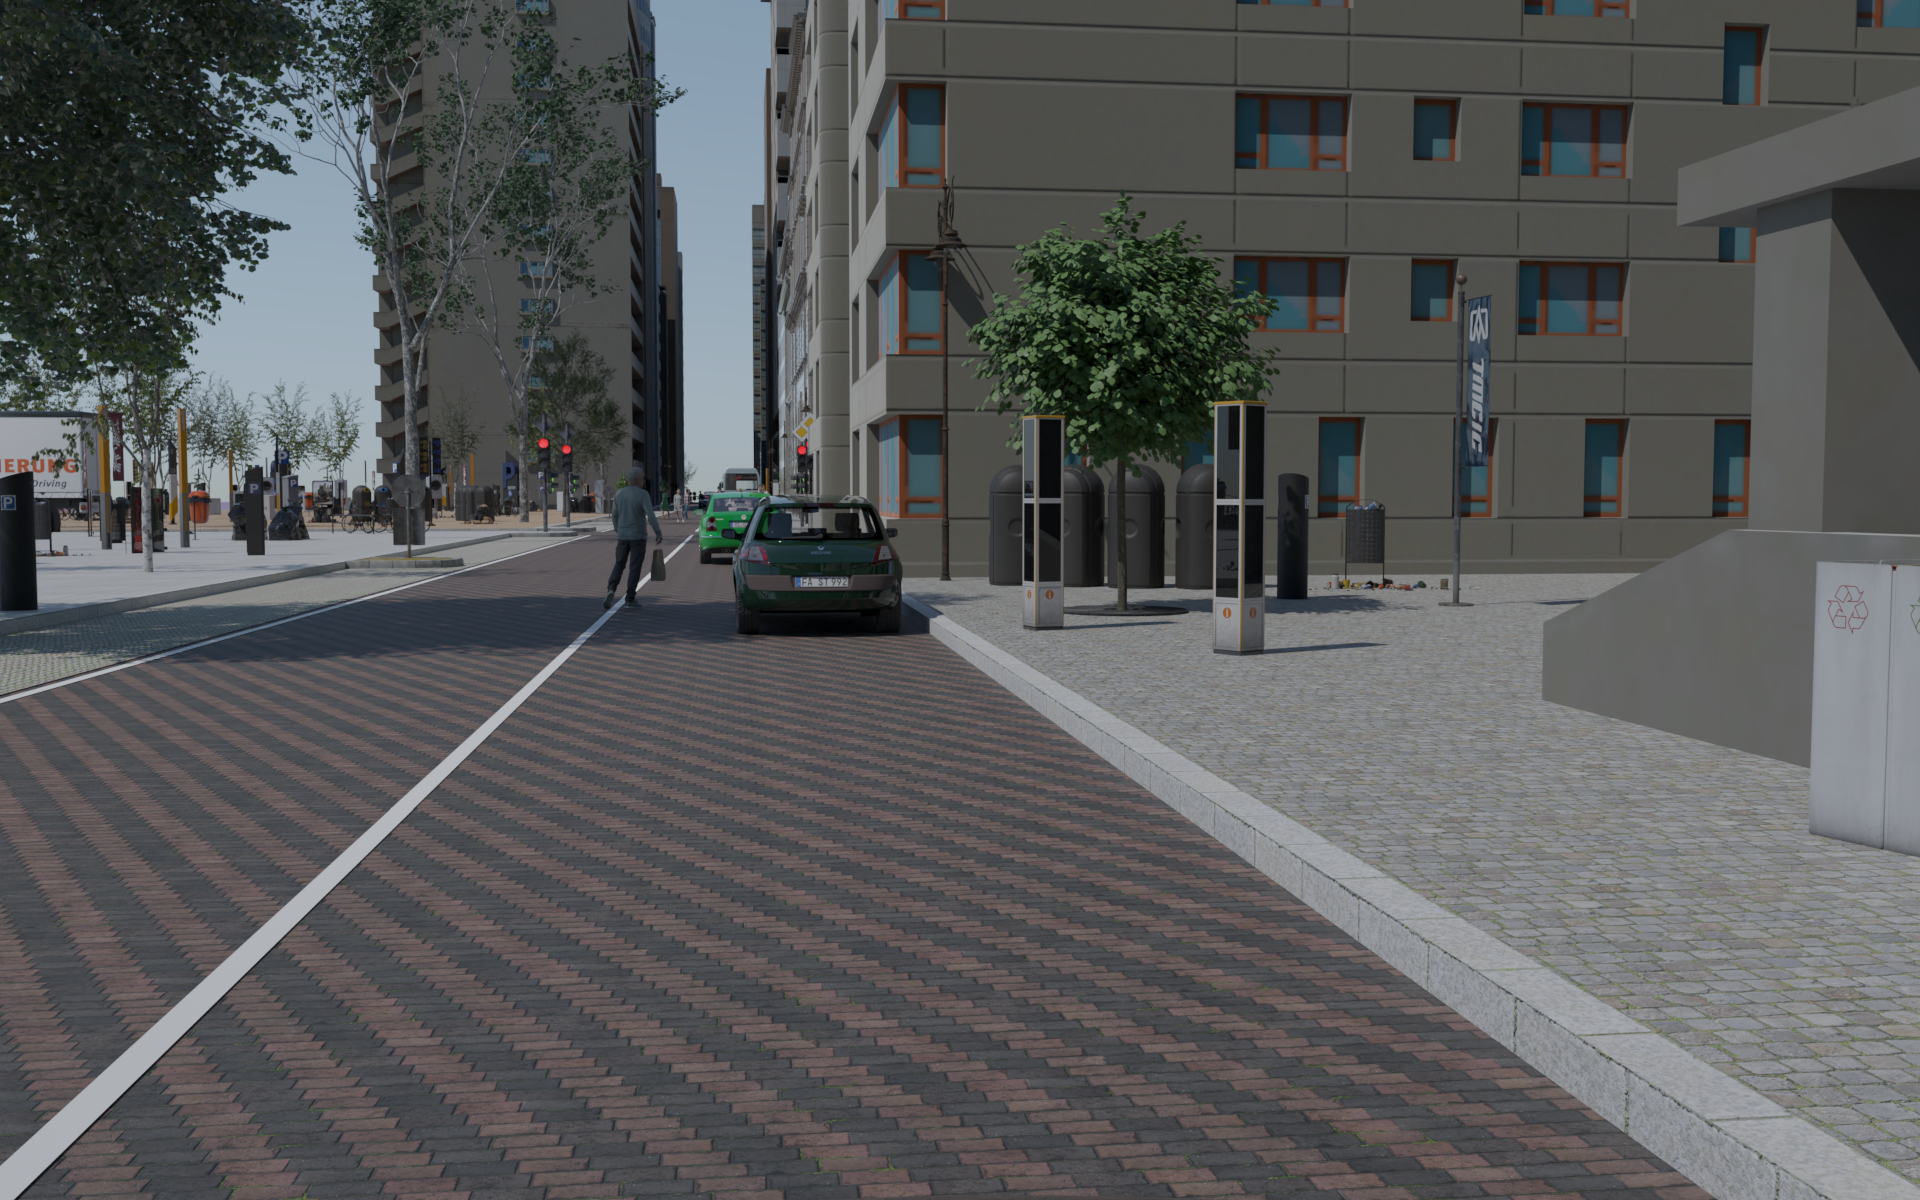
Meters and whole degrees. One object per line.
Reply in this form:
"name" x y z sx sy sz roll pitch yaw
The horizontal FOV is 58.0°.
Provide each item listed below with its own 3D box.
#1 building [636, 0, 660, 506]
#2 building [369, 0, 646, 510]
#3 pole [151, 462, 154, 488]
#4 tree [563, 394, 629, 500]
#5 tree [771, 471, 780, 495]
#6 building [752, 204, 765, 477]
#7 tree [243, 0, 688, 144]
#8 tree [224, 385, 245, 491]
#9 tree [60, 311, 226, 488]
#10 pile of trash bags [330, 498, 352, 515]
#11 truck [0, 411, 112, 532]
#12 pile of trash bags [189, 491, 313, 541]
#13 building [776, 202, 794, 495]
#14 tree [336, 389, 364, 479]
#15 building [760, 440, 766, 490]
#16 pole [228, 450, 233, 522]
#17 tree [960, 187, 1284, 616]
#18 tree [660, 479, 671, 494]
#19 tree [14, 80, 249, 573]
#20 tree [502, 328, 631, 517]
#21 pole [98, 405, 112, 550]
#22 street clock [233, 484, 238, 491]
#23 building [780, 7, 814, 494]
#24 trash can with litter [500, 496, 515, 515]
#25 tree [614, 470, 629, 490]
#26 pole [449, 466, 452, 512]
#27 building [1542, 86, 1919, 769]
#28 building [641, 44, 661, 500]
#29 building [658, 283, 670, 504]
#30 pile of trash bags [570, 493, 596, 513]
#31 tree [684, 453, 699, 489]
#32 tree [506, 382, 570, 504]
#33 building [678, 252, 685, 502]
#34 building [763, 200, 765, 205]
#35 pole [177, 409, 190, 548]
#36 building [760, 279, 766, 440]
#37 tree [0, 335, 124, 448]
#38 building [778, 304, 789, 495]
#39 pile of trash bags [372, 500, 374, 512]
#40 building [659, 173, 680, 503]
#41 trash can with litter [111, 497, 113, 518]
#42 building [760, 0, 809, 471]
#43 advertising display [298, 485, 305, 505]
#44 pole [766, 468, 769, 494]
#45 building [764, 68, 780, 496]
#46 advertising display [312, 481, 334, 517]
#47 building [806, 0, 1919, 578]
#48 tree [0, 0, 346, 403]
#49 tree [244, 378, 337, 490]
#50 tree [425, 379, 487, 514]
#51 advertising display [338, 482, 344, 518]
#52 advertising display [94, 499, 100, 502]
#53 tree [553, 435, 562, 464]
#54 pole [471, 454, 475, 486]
"building" -44.344 -39.601 189.480 21.231 58.520 28.212 0 4 -7
"building" -38.898 -32.214 150.408 21.300 48.544 21.600 0 4 -7
"pole" -51.412 -7.122 110.287 0.158 3.312 0.155 0 3 0
"tree" -25.442 -10.535 122.615 4.360 8.622 3.978 0 3 0
"tree" -15.107 -9.176 144.632 1.663 3.219 1.824 0 3 0
"building" -22.514 -34.464 247.082 14.154 41.232 14.086 0 4 -7
"tree" -14.622 -11.810 48.978 12.611 20.169 13.585 0 3 0
"tree" -48.754 -10.177 116.748 4.737 8.622 4.395 0 3 0
"tree" -31.439 -7.127 66.890 4.737 8.622 4.395 0 3 0
"pile of trash bags" -36.781 -5.633 101.848 3.447 1.369 1.912 0 4 -5
"truck" -35.309 -4.298 59.183 11.283 4.237 2.839 0 4 -5
"pile of trash bags" -19.954 -2.367 48.451 3.447 1.369 1.912 0 4 6
"building" -5.137 -16.674 114.415 13.314 21.916 24.055 0 4 -7
"tree" -43.527 -10.442 121.082 4.737 8.622 4.395 0 3 0
"building" -12.118 -54.386 201.876 22.319 86.520 31.000 0 4 -7
"pole" -33.392 -5.228 79.326 0.158 3.312 0.155 0 3 0
"tree" 1.734 -2.145 18.791 4.285 4.588 4.351 0 3 0
"tree" -36.687 -13.467 214.792 1.663 3.219 1.824 0 3 0
"tree" -13.485 -4.767 28.302 4.360 8.622 3.978 0 3 0
"tree" -21.717 -9.894 96.174 7.601 10.594 8.767 -3 5 -42
"pole" -19.718 -2.819 39.933 0.158 3.312 0.155 0 3 0
"street clock" -54.319 -7.662 129.845 0.471 2.002 0.358 0 4 -4
"building" -2.734 -17.893 89.821 12.463 27.353 25.104 0 4 -7
"trash can with litter" -27.397 -5.684 104.313 0.624 1.170 1.055 3 4 37
"tree" -27.297 -8.910 140.286 1.663 3.219 1.824 0 3 0
"pole" -36.770 -8.024 125.036 0.158 3.312 0.155 0 3 0
"building" 20.486 -19.136 4.748 32.217 40.220 23.993 0 4 -7
"building" -37.437 -31.763 169.431 14.600 45.320 14.200 0 4 -7
"building" -46.077 -28.024 229.890 14.160 30.474 14.107 0 4 -7
"pile of trash bags" -25.691 -6.647 118.426 1.912 1.369 3.447 1 4 14
"tree" -47.368 -21.234 297.532 4.360 8.622 3.978 0 3 0
"tree" -26.940 -9.880 111.902 4.737 8.622 4.395 0 3 0
"building" -52.463 -36.673 283.196 14.154 41.232 14.086 0 4 -7
"building" -20.614 -39.838 270.966 23.786 49.044 30.456 0 4 -7
"pole" -18.596 -2.913 41.469 0.158 3.312 0.155 0 3 0
"building" -19.861 -28.249 233.565 14.160 30.474 14.107 0 4 -7
"tree" -40.190 -7.689 76.077 4.737 8.622 4.395 0 3 0
"building" -8.635 -17.116 134.602 10.420 20.320 16.860 0 4 -7
"pile of trash bags" -44.215 -7.217 127.744 3.447 1.369 1.912 0 4 6
"building" -46.943 -36.363 244.649 14.600 45.320 14.200 0 4 -7
"trash can with litter" -49.375 -5.386 99.125 1.678 1.210 2.233 0 4 2
"building" -3.659 -34.924 160.240 28.713 52.752 27.495 0 4 -7
"advertising display" -48.945 -7.517 128.120 0.974 1.923 0.123 -2 4 -25
"pole" -15.284 -8.783 137.444 0.158 3.312 0.155 0 3 0
"building" -13.221 -32.424 180.246 14.600 45.320 14.200 0 4 -7
"advertising display" -30.298 -4.720 82.384 0.974 1.923 0.123 0 4 -2
"building" 10.739 -12.039 41.875 27.650 21.520 28.899 0 4 -7
"tree" -10.522 -6.684 15.938 9.857 13.997 8.962 0 3 0
"tree" -42.649 -9.794 110.493 4.737 8.622 4.395 0 3 0
"tree" -32.451 -9.837 111.190 4.360 8.622 3.978 0 3 0
"advertising display" -33.343 -5.388 93.313 0.123 1.923 0.974 -1 4 -11
"advertising display" -63.110 -7.426 126.629 0.123 1.923 0.974 0 4 2
"tree" -29.407 -11.255 134.375 4.360 8.622 3.978 0 3 0
"pole" -24.769 -5.764 88.080 0.158 3.312 0.155 0 3 0
